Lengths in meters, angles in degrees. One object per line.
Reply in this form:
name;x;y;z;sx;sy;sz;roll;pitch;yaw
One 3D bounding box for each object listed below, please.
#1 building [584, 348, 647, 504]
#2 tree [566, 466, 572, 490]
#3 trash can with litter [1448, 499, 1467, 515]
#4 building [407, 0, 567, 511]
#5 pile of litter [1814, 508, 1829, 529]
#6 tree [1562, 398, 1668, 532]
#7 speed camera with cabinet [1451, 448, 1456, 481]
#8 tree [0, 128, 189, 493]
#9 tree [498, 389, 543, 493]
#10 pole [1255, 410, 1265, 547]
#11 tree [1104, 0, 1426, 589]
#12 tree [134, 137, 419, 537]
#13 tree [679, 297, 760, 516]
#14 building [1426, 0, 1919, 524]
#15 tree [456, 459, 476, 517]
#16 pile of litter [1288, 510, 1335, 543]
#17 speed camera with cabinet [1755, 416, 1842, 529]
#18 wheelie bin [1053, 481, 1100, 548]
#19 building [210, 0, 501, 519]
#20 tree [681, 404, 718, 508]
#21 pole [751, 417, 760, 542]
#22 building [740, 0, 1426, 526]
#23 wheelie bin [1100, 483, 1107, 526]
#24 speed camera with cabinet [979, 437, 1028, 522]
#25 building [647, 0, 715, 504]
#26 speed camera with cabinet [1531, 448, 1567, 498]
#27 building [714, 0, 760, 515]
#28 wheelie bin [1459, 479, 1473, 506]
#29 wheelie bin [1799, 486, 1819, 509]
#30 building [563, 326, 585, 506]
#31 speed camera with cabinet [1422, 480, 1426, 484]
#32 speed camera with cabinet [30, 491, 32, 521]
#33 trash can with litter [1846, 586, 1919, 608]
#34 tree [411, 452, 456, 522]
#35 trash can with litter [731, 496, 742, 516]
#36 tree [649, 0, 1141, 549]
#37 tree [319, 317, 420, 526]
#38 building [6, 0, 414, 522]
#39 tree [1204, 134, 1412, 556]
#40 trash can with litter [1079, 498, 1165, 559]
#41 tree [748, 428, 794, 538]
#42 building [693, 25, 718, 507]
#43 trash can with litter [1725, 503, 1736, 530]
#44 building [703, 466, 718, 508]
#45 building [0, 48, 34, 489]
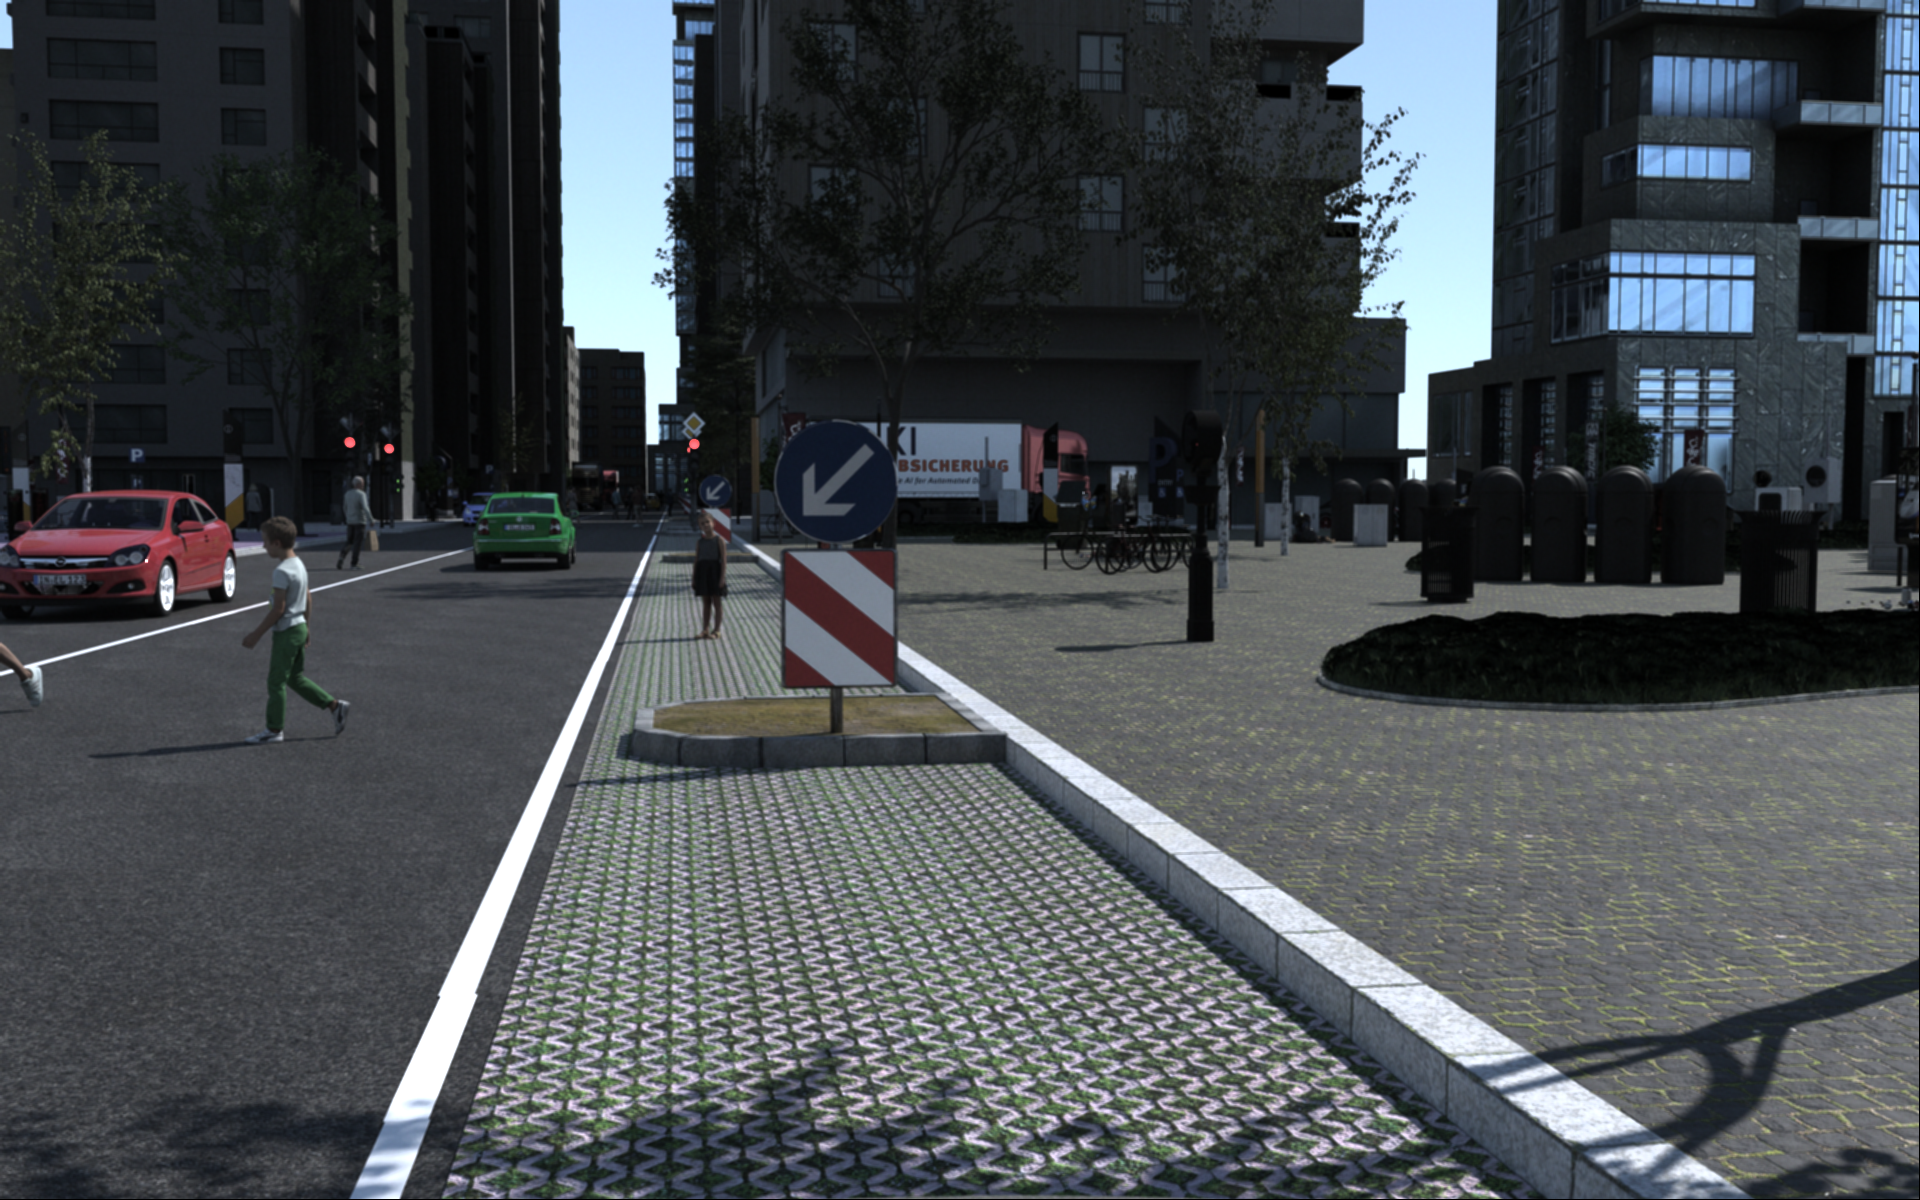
building;-57.198;-23.775;233.760;28.899;21.520;27.650;-1;4;-9
tree;-42.343;-12.242;183.869;4.285;4.588;4.351;0;3;0
trash can with litter;11.211;-1.630;38.043;1.055;1.170;0.624;-2;4;-30
building;-37.505;-27.325;130.353;14.154;41.232;14.086;-1;4;-9
pile of litter;31.045;-2.972;62.563;1.719;0.858;1.176;-2;4;-31
tree;22.389;-4.610;59.089;4.285;4.588;4.351;0;3;0
speed camera with cabinet;21.051;-4.822;73.181;0.660;3.252;2.038;1;4;18
tree;-17.560;-5.123;34.123;4.737;8.622;4.395;0;3;0
tree;-31.697;-10.484;121.768;4.737;8.622;4.395;0;3;0
pole;7.260;-2.941;41.929;0.158;3.312;0.155;0;3;0
tree;3.673;-4.449;23.104;4.360;8.622;3.978;0;3;0
tree;-20.101;-7.715;51.893;9.928;11.665;9.643;0;3;0
tree;-12.642;-11.100;99.608;7.486;12.596;7.792;0;3;0
building;40.538;-47.094;82.666;31.000;86.520;22.319;-1;4;-9
tree;-28.023;-6.231;96.479;1.663;3.219;1.824;0;3;0
pile of litter;9.228;-1.945;45.761;1.176;0.858;1.719;-1;4;-9
speed camera with cabinet;21.541;-3.072;44.556;0.660;3.252;2.038;-2;4;-30
wheelie bin;2.658;-2.024;40.993;0.980;1.594;0.693;2;4;27
building;-36.524;-20.515;107.120;14.160;30.474;14.107;-1;4;-9
tree;-19.768;-11.387;136.538;4.737;8.622;4.395;0;3;0
pole;-5.442;-3.198;46.136;0.158;3.312;0.155;0;3;0
building;3.357;-30.031;80.241;27.495;52.752;28.713;-1;4;-9
wheelie bin;4.041;-2.430;47.631;0.980;1.594;0.693;-3;5;-41
speed camera with cabinet;1.490;-3.987;59.525;0.660;3.252;2.038;-3;4;-37
building;-27.005;-56.424;235.198;31.000;86.520;22.319;-1;4;-9
speed camera with cabinet;25.565;-4.927;74.897;0.660;3.252;2.038;-1;4;-17
building;-6.411;-35.369;120.282;21.231;58.520;28.212;-1;4;-9
wheelie bin;11.181;-1.778;36.981;0.980;1.594;0.693;1;4;10
wheelie bin;31.914;-3.509;65.273;0.980;1.594;0.693;2;4;34
building;-58.793;-21.599;198.190;28.899;21.520;27.650;-1;4;-9
speed camera with cabinet;29.872;-7.238;112.672;0.660;3.252;2.038;-1;4;-15
speed camera with cabinet;-43.464;-5.302;81.021;2.038;3.252;0.660;0;4;-3
trash can with litter;10.786;-0.501;19.245;1.678;1.210;2.233;2;4;28
tree;-24.541;-5.230;80.104;1.663;3.219;1.824;0;3;0
trash can with litter;-13.388;-5.556;102.224;1.055;1.170;0.624;1;4;13
tree;-1.277;-5.789;29.067;8.767;10.594;7.601;0;4;4
tree;-23.611;-7.250;68.907;4.360;8.622;3.978;0;3;0
building;-33.560;-18.840;79.737;14.160;30.474;14.107;-1;4;-9
tree;7.018;-5.240;36.034;4.737;8.622;4.395;0;3;0
trash can with litter;3.177;-1.481;35.277;1.678;1.210;2.233;-1;4;-18
tree;-5.499;-3.450;51.013;1.663;3.219;1.824;0;3;0
building;-16.408;-33.912;178.162;21.300;48.544;21.600;-1;4;-9
trash can with litter;21.328;-2.223;47.738;1.055;1.170;0.624;2;4;31
building;-12.951;-43.923;156.385;20.563;71.187;20.611;-1;4;-9
building;-105.551;-34.818;192.979;21.600;48.544;21.300;-1;4;-9
